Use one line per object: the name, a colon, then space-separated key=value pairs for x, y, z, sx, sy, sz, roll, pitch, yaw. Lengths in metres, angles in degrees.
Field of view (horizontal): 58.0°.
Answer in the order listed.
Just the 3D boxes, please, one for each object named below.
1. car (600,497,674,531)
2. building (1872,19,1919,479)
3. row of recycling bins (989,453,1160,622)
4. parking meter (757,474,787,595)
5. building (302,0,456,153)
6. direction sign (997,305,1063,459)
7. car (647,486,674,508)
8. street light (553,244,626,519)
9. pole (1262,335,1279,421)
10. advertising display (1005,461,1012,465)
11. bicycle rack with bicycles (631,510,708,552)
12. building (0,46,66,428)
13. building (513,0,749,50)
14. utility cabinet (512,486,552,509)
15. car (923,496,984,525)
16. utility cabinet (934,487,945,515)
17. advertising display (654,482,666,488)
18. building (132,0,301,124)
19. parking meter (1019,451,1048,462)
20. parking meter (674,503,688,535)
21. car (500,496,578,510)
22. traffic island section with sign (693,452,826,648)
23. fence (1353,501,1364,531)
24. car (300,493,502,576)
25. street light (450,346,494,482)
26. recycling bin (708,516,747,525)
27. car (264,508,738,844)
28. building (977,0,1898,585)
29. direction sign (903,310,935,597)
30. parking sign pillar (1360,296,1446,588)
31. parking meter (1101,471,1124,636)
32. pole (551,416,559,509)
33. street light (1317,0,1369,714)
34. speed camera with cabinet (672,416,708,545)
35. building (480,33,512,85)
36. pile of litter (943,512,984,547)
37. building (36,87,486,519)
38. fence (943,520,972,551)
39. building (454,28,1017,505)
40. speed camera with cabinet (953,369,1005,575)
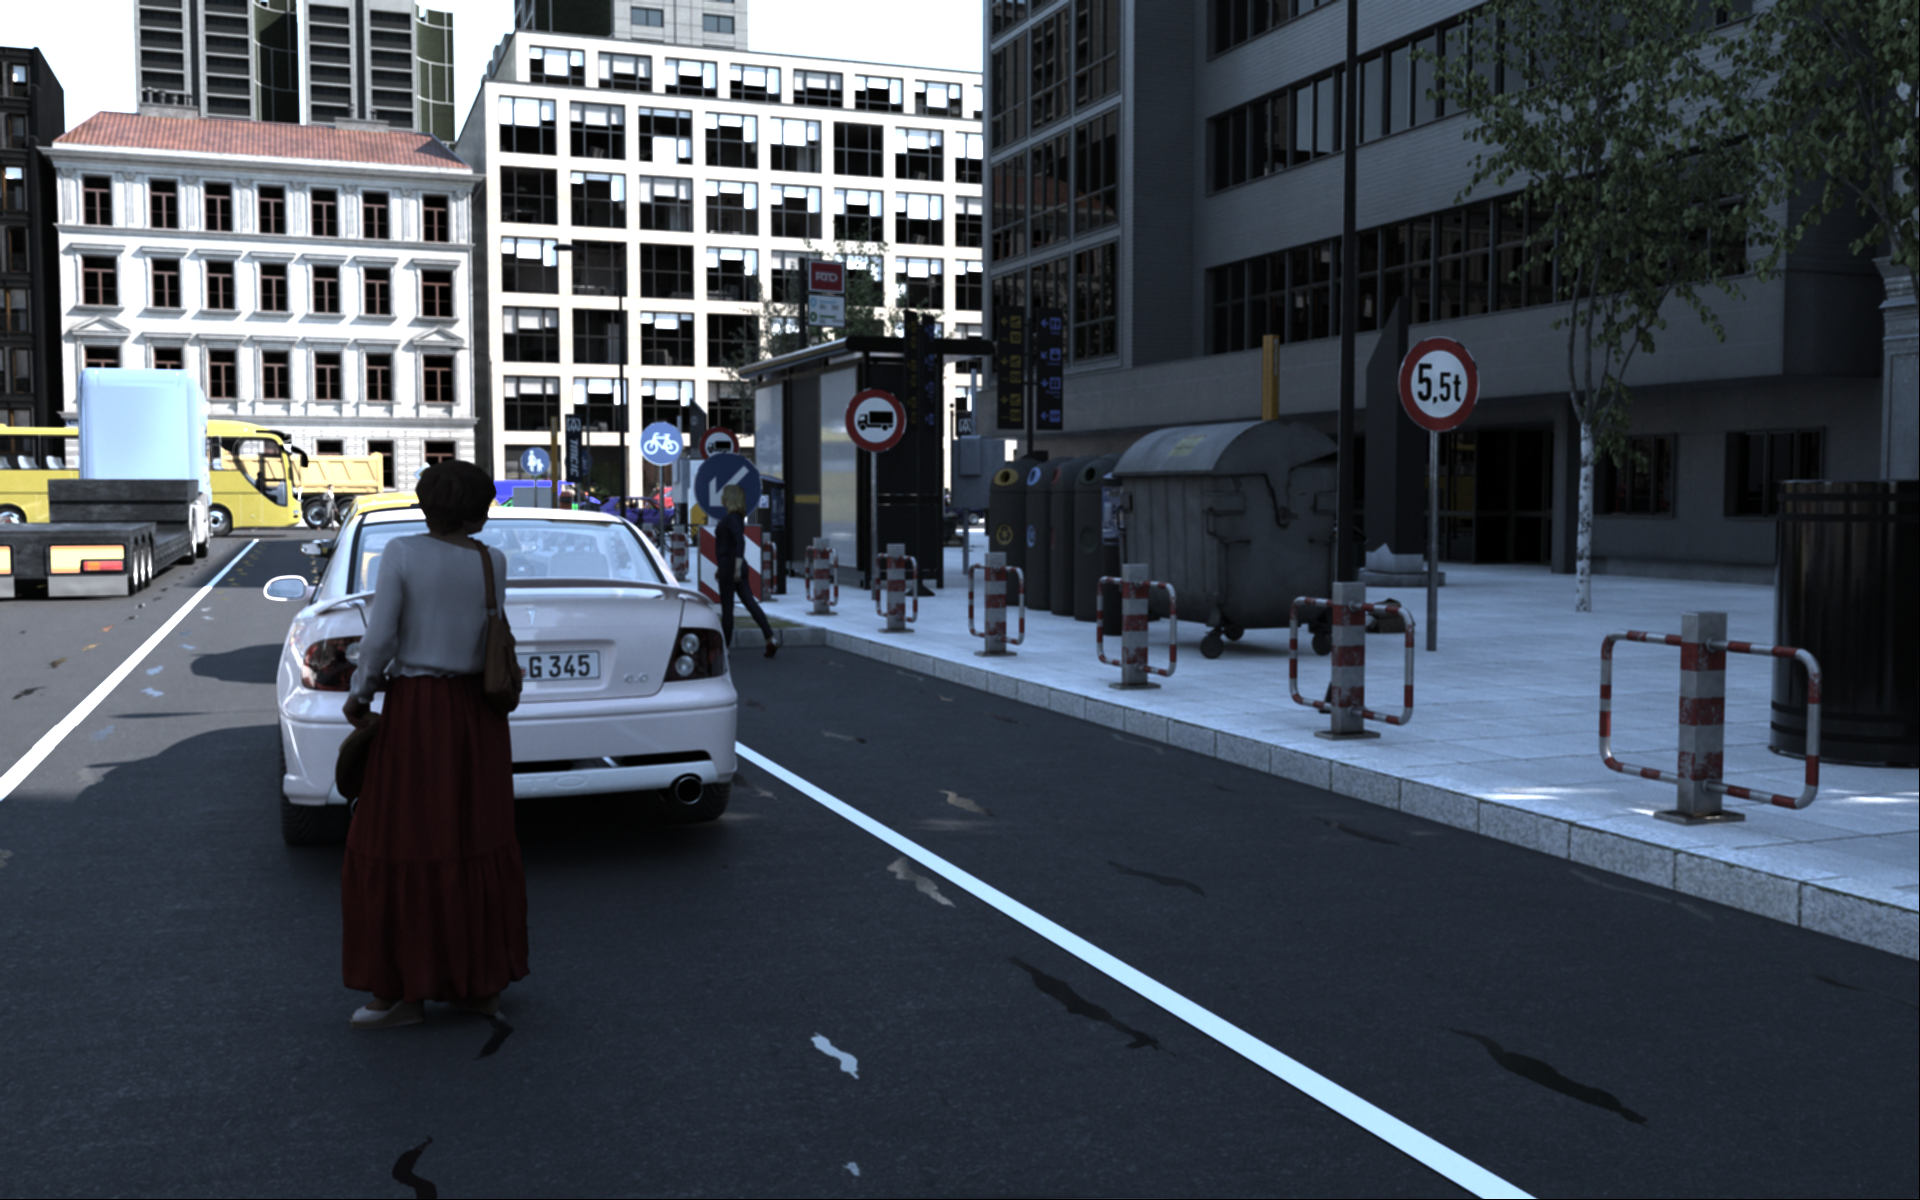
car: x=-12.180 y=-3.301 z=66.554 sx=3.894 sy=1.354 sz=1.945 roll=-1 pitch=4 yaw=-20
building: x=18.665 y=-10.074 z=13.869 sx=9.793 sy=20.994 sz=18.267 roll=-1 pitch=4 yaw=-21
row of recycling bins: x=1.227 y=-0.720 z=18.892 sx=1.069 sy=1.692 sz=3.534 roll=-1 pitch=4 yaw=-18
parking meter: x=-2.418 y=-0.843 z=22.198 sx=0.372 sy=1.533 sz=0.369 roll=0 pitch=3 yaw=0
building: x=-83.374 y=-49.686 z=250.622 sx=20.611 sy=71.187 sz=20.563 roll=-1 pitch=4 yaw=-21
direction sign: x=0.850 y=-1.774 z=21.004 sx=0.876 sy=3.537 sz=0.379 roll=-2 pitch=4 yaw=-25
car: x=-12.305 y=-4.486 z=82.021 sx=5.304 sy=1.827 sz=2.281 roll=-1 pitch=4 yaw=-22
street light: x=-6.895 y=-3.668 z=32.519 sx=1.470 sy=5.913 sz=1.316 roll=-1 pitch=4 yaw=-21
pole: x=3.990 y=-1.741 z=22.307 sx=0.158 sy=3.312 sz=0.155 roll=0 pitch=3 yaw=0
advertising display: x=1.133 y=-1.752 z=33.851 sx=0.123 sy=1.923 sz=0.974 roll=3 pitch=4 yaw=36
bicycle rack with bicycles: x=-6.891 y=-1.498 z=37.882 sx=2.925 sy=0.926 sz=2.852 roll=2 pitch=4 yaw=23
building: x=-54.319 y=-15.747 z=87.135 sx=15.834 sy=23.373 sz=12.332 roll=-1 pitch=4 yaw=-21
building: x=-32.093 y=-44.241 z=161.598 sx=20.563 sy=71.187 sz=20.611 roll=-1 pitch=4 yaw=-21
utility cabinet: x=-12.383 y=-2.550 z=50.366 sx=1.173 sy=1.500 sz=0.318 roll=0 pitch=4 yaw=7
car: x=-0.875 y=-4.172 z=80.797 sx=3.894 sy=1.354 sz=1.945 roll=-1 pitch=4 yaw=-19
utility cabinet: x=-0.693 y=-2.671 z=52.358 sx=0.318 sy=1.500 sz=1.173 roll=0 pitch=4 yaw=6
advertising display: x=-16.081 y=-5.372 z=93.043 sx=0.123 sy=1.923 sz=0.974 roll=2 pitch=4 yaw=24
building: x=-103.006 y=-49.204 z=242.744 sx=20.611 sy=71.187 sz=20.563 roll=-1 pitch=4 yaw=-21
parking meter: x=0.992 y=-1.086 z=23.462 sx=0.255 sy=1.863 sz=0.399 roll=-2 pitch=4 yaw=-32
parking meter: x=-7.443 y=-2.312 z=46.218 sx=0.372 sy=1.533 sz=0.369 roll=0 pitch=3 yaw=0
car: x=-18.306 y=-3.918 z=72.850 sx=4.718 sy=1.807 sz=1.959 roll=-1 pitch=4 yaw=-21
traffic island section with sign: x=-2.547 y=-0.512 z=17.006 sx=1.989 sy=1.847 sz=2.006 roll=-1 pitch=4 yaw=-21
fence: x=6.388 y=-1.027 z=27.995 sx=2.264 sy=1.192 sz=0.480 roll=-3 pitch=5 yaw=-44
car: x=-4.617 y=-0.288 z=14.928 sx=2.015 sy=1.641 sz=3.980 roll=-1 pitch=4 yaw=-20
street light: x=-15.320 y=-5.021 z=54.637 sx=1.470 sy=5.913 sz=1.316 roll=-1 pitch=4 yaw=-21
recycling bin: x=-4.622 y=-1.341 z=34.478 sx=0.722 sy=1.027 sz=0.722 roll=0 pitch=4 yaw=-4
car: x=-2.377 y=0.226 z=8.665 sx=2.083 sy=1.381 sz=4.827 roll=-1 pitch=4 yaw=-19
building: x=12.020 y=-13.331 z=37.033 sx=14.314 sy=24.678 sz=30.058 roll=-1 pitch=4 yaw=-21
direction sign: x=-0.505 y=-1.820 z=21.750 sx=0.379 sy=3.537 sz=0.876 roll=1 pitch=4 yaw=23
parking sign pillar: x=6.111 y=-2.195 z=24.355 sx=1.447 sy=3.967 sz=1.447 roll=0 pitch=4 yaw=-6
parking meter: x=1.476 y=-0.451 z=15.781 sx=0.372 sy=1.533 sz=0.369 roll=0 pitch=3 yaw=0
pole: x=-10.651 y=-3.161 z=45.525 sx=0.158 sy=3.312 sz=0.155 roll=0 pitch=3 yaw=0
street light: x=1.753 y=-2.283 z=9.871 sx=1.470 sy=5.913 sz=1.316 roll=-1 pitch=4 yaw=-21
speed camera with cabinet: x=-6.582 y=-3.001 z=43.396 sx=0.660 sy=3.252 sz=2.038 roll=-2 pitch=4 yaw=-31
building: x=-40.275 y=-34.668 z=186.433 sx=23.786 sy=49.044 sz=30.456 roll=-1 pitch=4 yaw=-21
pile of litter: x=-0.304 y=-1.723 z=42.132 sx=1.719 sy=0.858 sz=1.176 roll=2 pitch=4 yaw=29
building: x=-36.956 y=-15.741 z=93.516 sx=21.152 sy=22.565 sz=11.583 roll=-1 pitch=4 yaw=-21
fence: x=-0.319 y=-1.483 z=39.617 sx=0.278 sy=0.683 sz=2.069 roll=-2 pitch=4 yaw=-29
building: x=-12.651 y=-18.517 z=107.274 sx=34.151 sy=26.468 sz=19.350 roll=-1 pitch=4 yaw=-21
speed camera with cabinet: x=0.910 y=-2.015 z=27.276 sx=2.038 sy=3.252 sz=0.660 roll=2 pitch=4 yaw=29
